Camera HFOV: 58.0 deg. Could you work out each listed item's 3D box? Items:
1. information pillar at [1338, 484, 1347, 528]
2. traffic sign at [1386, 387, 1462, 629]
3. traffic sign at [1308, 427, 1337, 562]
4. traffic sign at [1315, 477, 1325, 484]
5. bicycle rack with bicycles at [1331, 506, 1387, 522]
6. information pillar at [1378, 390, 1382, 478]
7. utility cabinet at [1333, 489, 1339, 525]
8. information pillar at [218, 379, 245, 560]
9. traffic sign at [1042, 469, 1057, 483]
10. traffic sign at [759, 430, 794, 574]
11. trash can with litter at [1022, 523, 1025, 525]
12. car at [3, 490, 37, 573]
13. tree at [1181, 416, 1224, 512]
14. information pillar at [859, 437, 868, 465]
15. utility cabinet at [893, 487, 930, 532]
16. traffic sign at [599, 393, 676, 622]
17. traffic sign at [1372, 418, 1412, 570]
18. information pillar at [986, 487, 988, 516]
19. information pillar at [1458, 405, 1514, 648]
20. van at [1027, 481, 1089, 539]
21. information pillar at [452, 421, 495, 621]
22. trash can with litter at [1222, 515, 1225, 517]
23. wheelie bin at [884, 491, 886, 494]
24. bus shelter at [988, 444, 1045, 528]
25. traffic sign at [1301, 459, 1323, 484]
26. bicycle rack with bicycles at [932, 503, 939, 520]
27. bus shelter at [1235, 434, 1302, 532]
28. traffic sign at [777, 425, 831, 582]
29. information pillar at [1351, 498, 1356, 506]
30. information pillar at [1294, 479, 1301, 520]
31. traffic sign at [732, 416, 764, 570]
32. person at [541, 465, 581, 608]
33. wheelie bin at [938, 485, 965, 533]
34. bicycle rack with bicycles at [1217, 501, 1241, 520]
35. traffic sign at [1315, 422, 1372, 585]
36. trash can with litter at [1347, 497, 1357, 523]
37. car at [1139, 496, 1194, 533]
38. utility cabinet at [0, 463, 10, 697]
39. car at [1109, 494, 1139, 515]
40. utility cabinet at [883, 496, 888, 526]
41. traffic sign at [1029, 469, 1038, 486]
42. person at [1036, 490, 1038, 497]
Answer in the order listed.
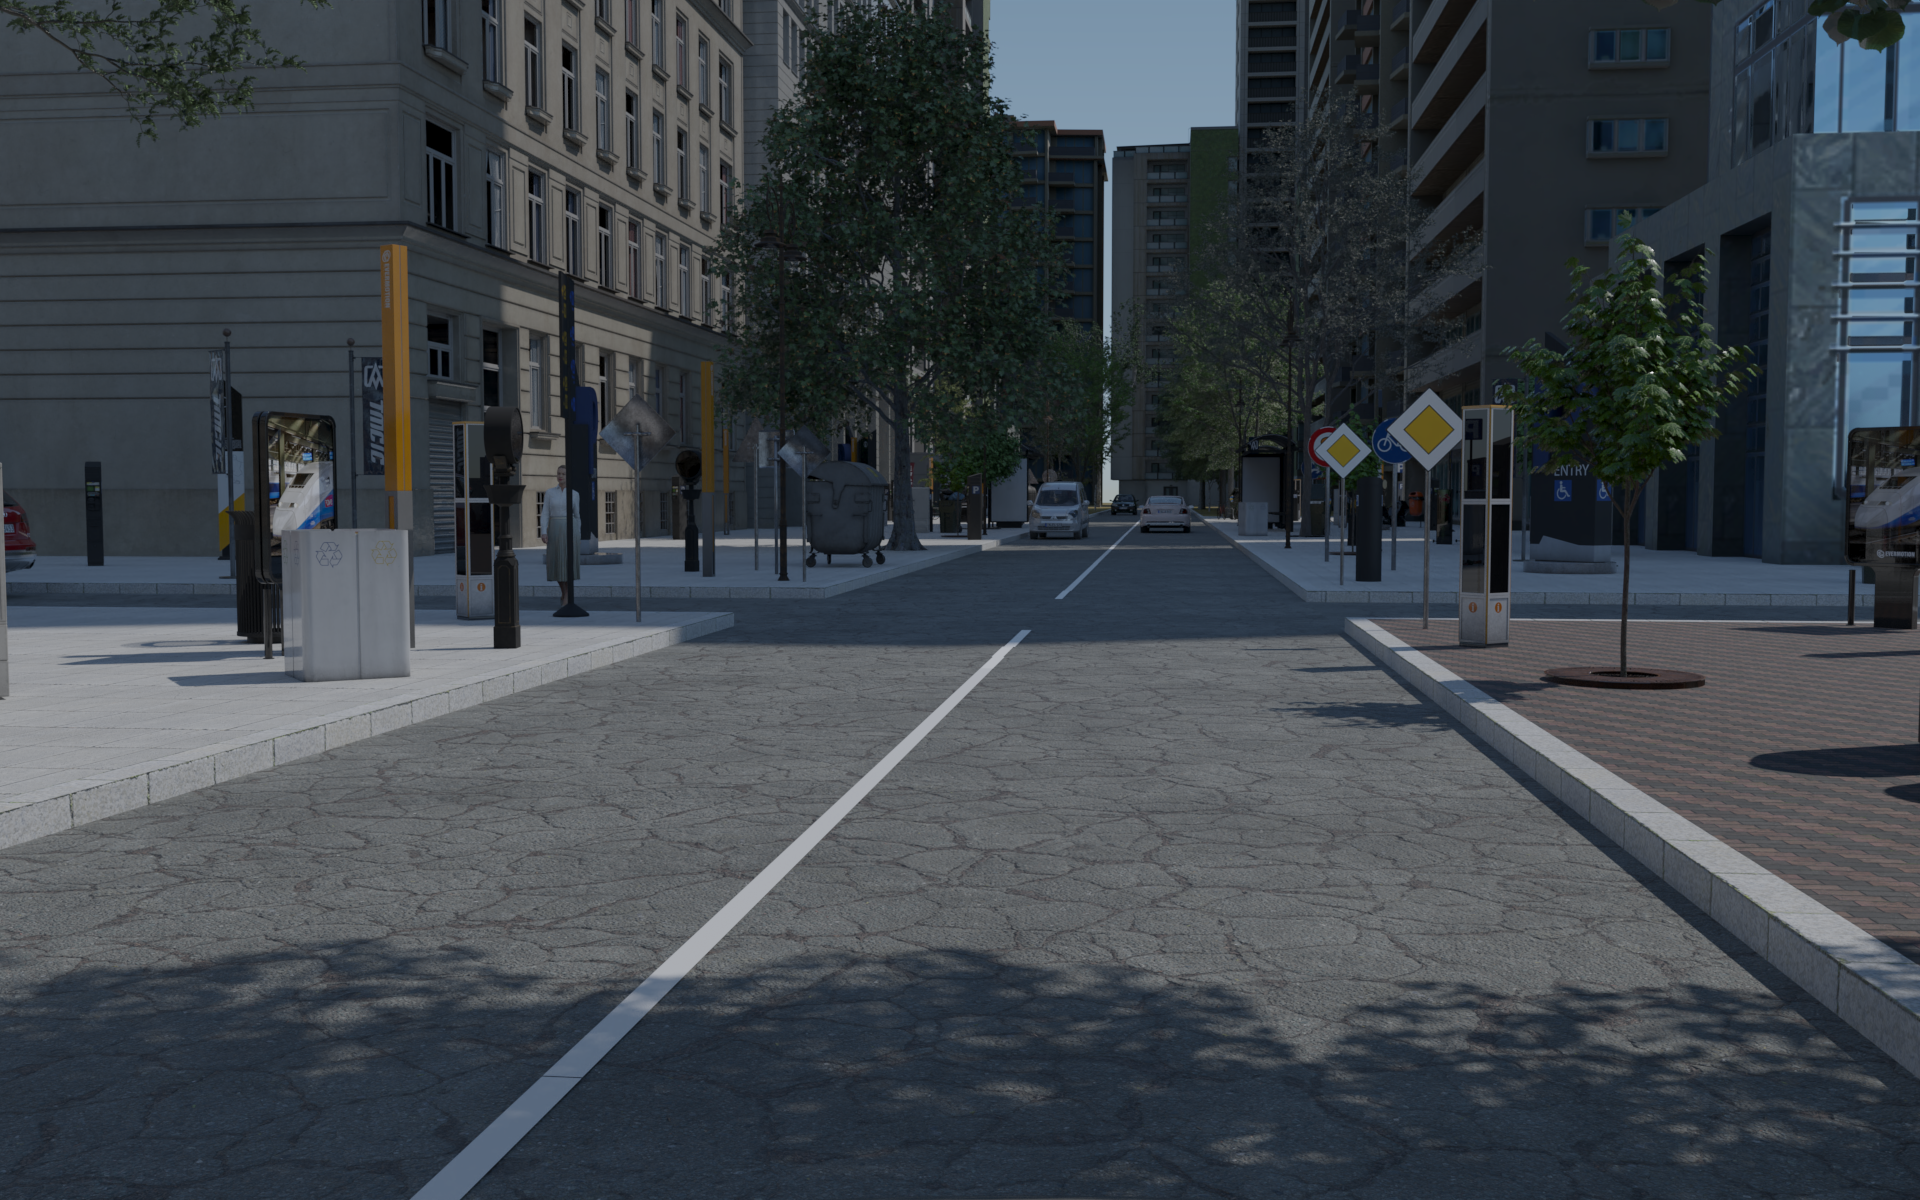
[{"bbox_3d":[14.567,-3.755,65.892,0.304,2.012,0.304,1,4,17],"label":"information pillar"},{"bbox_3d":[4.416,-0.779,16.378,0.795,2.450,0.064,0,4,7],"label":"traffic sign"},{"bbox_3d":[6.963,-2.000,32.801,0.768,2.556,0.104,0,4,8],"label":"traffic sign"},{"bbox_3d":[12.773,-3.801,62.146,0.884,2.594,0.081,1,4,12],"label":"traffic sign"},{"bbox_3d":[18.271,-3.977,78.411,2.925,0.926,2.852,1,4,18],"label":"bicycle rack with bicycles"},{"bbox_3d":[9.391,-2.902,38.796,0.183,3.616,0.504,1,4,12],"label":"information pillar"},{"bbox_3d":[15.603,-3.829,71.291,0.318,1.500,1.173,1,4,21],"label":"utility cabinet"},{"bbox_3d":[-14.183,-2.587,33.645,0.504,3.616,0.183,-1,4,-14],"label":"information pillar"},{"bbox_3d":[4.609,-5.451,89.225,0.768,2.556,0.104,0,4,8],"label":"traffic sign"},{"bbox_3d":[-2.931,-1.559,27.625,0.606,2.300,0.079,1,4,16],"label":"traffic sign"},{"bbox_3d":[2.252,-3.674,71.451,0.624,1.170,1.055,-3,5,-43],"label":"trash can with litter"},{"bbox_3d":[-15.467,-0.913,23.605,5.304,1.827,2.281,0,4,5],"label":"car"},{"bbox_3d":[18.063,-10.740,125.962,4.360,8.622,3.978,0,3,0],"label":"tree"},{"bbox_3d":[-3.465,-4.337,62.267,0.183,3.616,0.504,2,4,32],"label":"information pillar"},{"bbox_3d":[-1.599,-2.965,57.162,1.173,1.500,0.318,0,4,6],"label":"utility cabinet"},{"bbox_3d":[-3.221,-0.836,17.311,0.795,2.450,0.064,0,4,7],"label":"traffic sign"},{"bbox_3d":[7.287,-1.769,29.031,0.768,2.556,0.104,1,4,14],"label":"traffic sign"},{"bbox_3d":[1.394,-5.827,99.768,0.304,2.012,0.304,3,4,37],"label":"information pillar"},{"bbox_3d":[4.408,-0.613,14.516,0.304,2.012,0.304,-2,4,-33],"label":"information pillar"},{"bbox_3d":[3.233,-3.002,56.096,2.013,2.044,4.112,1,4,9],"label":"van"},{"bbox_3d":[-4.958,-0.806,17.678,0.304,2.012,0.304,-3,5,-40],"label":"information pillar"},{"bbox_3d":[15.148,-5.132,94.966,1.678,1.210,2.233,-3,5,-43],"label":"trash can with litter"},{"bbox_3d":[-3.719,-4.218,76.876,0.693,1.594,0.980,-3,5,-41],"label":"wheelie bin"},{"bbox_3d":[2.103,-4.520,67.833,2.014,3.302,5.546,0,4,7],"label":"bus shelter"},{"bbox_3d":[11.977,-3.594,58.873,0.768,2.556,0.104,1,4,13],"label":"traffic sign"},{"bbox_3d":[-1.839,-4.410,85.490,2.925,0.926,2.852,-1,4,-17],"label":"bicycle rack with bicycles"},{"bbox_3d":[10.760,-4.090,60.788,2.014,3.302,5.546,0,4,7],"label":"bus shelter"},{"bbox_3d":[-2.270,-1.321,25.240,0.795,2.450,0.064,0,4,7],"label":"traffic sign"},{"bbox_3d":[13.333,-4.120,58.709,0.183,3.616,0.504,0,4,3],"label":"information pillar"},{"bbox_3d":[16.904,-5.048,87.028,0.304,2.012,0.304,-1,4,-19],"label":"information pillar"},{"bbox_3d":[-3.419,-1.776,29.040,0.884,2.594,0.081,1,4,15],"label":"traffic sign"},{"bbox_3d":[-5.017,-0.804,21.876,0.478,1.798,0.641,0,4,-1],"label":"person"},{"bbox_3d":[-0.301,-3.009,57.106,0.980,1.594,0.693,2,4,23],"label":"wheelie bin"},{"bbox_3d":[14.100,-4.438,85.936,2.852,0.926,2.925,0,4,-1],"label":"bicycle rack with bicycles"},{"bbox_3d":[5.367,-1.264,24.307,0.795,2.450,0.064,0,4,7],"label":"traffic sign"},{"bbox_3d":[17.387,-3.971,76.316,0.624,1.170,1.055,-1,4,-14],"label":"trash can with litter"},{"bbox_3d":[7.771,-3.238,65.298,2.083,1.381,4.827,0,4,8],"label":"car"},{"bbox_3d":[-6.477,-0.112,10.511,1.173,1.500,0.318,-3,4,-37],"label":"utility cabinet"},{"bbox_3d":[11.289,-6.676,118.938,2.009,1.686,4.222,0,4,8],"label":"car"},{"bbox_3d":[-3.345,-3.575,69.605,0.306,1.237,1.020,-3,5,-42],"label":"utility cabinet"},{"bbox_3d":[3.541,-5.397,88.248,0.884,2.594,0.081,1,4,10],"label":"traffic sign"},{"bbox_3d":[8.163,-10.576,181.517,0.705,1.812,1.348,-1,4,-10],"label":"person"}]
